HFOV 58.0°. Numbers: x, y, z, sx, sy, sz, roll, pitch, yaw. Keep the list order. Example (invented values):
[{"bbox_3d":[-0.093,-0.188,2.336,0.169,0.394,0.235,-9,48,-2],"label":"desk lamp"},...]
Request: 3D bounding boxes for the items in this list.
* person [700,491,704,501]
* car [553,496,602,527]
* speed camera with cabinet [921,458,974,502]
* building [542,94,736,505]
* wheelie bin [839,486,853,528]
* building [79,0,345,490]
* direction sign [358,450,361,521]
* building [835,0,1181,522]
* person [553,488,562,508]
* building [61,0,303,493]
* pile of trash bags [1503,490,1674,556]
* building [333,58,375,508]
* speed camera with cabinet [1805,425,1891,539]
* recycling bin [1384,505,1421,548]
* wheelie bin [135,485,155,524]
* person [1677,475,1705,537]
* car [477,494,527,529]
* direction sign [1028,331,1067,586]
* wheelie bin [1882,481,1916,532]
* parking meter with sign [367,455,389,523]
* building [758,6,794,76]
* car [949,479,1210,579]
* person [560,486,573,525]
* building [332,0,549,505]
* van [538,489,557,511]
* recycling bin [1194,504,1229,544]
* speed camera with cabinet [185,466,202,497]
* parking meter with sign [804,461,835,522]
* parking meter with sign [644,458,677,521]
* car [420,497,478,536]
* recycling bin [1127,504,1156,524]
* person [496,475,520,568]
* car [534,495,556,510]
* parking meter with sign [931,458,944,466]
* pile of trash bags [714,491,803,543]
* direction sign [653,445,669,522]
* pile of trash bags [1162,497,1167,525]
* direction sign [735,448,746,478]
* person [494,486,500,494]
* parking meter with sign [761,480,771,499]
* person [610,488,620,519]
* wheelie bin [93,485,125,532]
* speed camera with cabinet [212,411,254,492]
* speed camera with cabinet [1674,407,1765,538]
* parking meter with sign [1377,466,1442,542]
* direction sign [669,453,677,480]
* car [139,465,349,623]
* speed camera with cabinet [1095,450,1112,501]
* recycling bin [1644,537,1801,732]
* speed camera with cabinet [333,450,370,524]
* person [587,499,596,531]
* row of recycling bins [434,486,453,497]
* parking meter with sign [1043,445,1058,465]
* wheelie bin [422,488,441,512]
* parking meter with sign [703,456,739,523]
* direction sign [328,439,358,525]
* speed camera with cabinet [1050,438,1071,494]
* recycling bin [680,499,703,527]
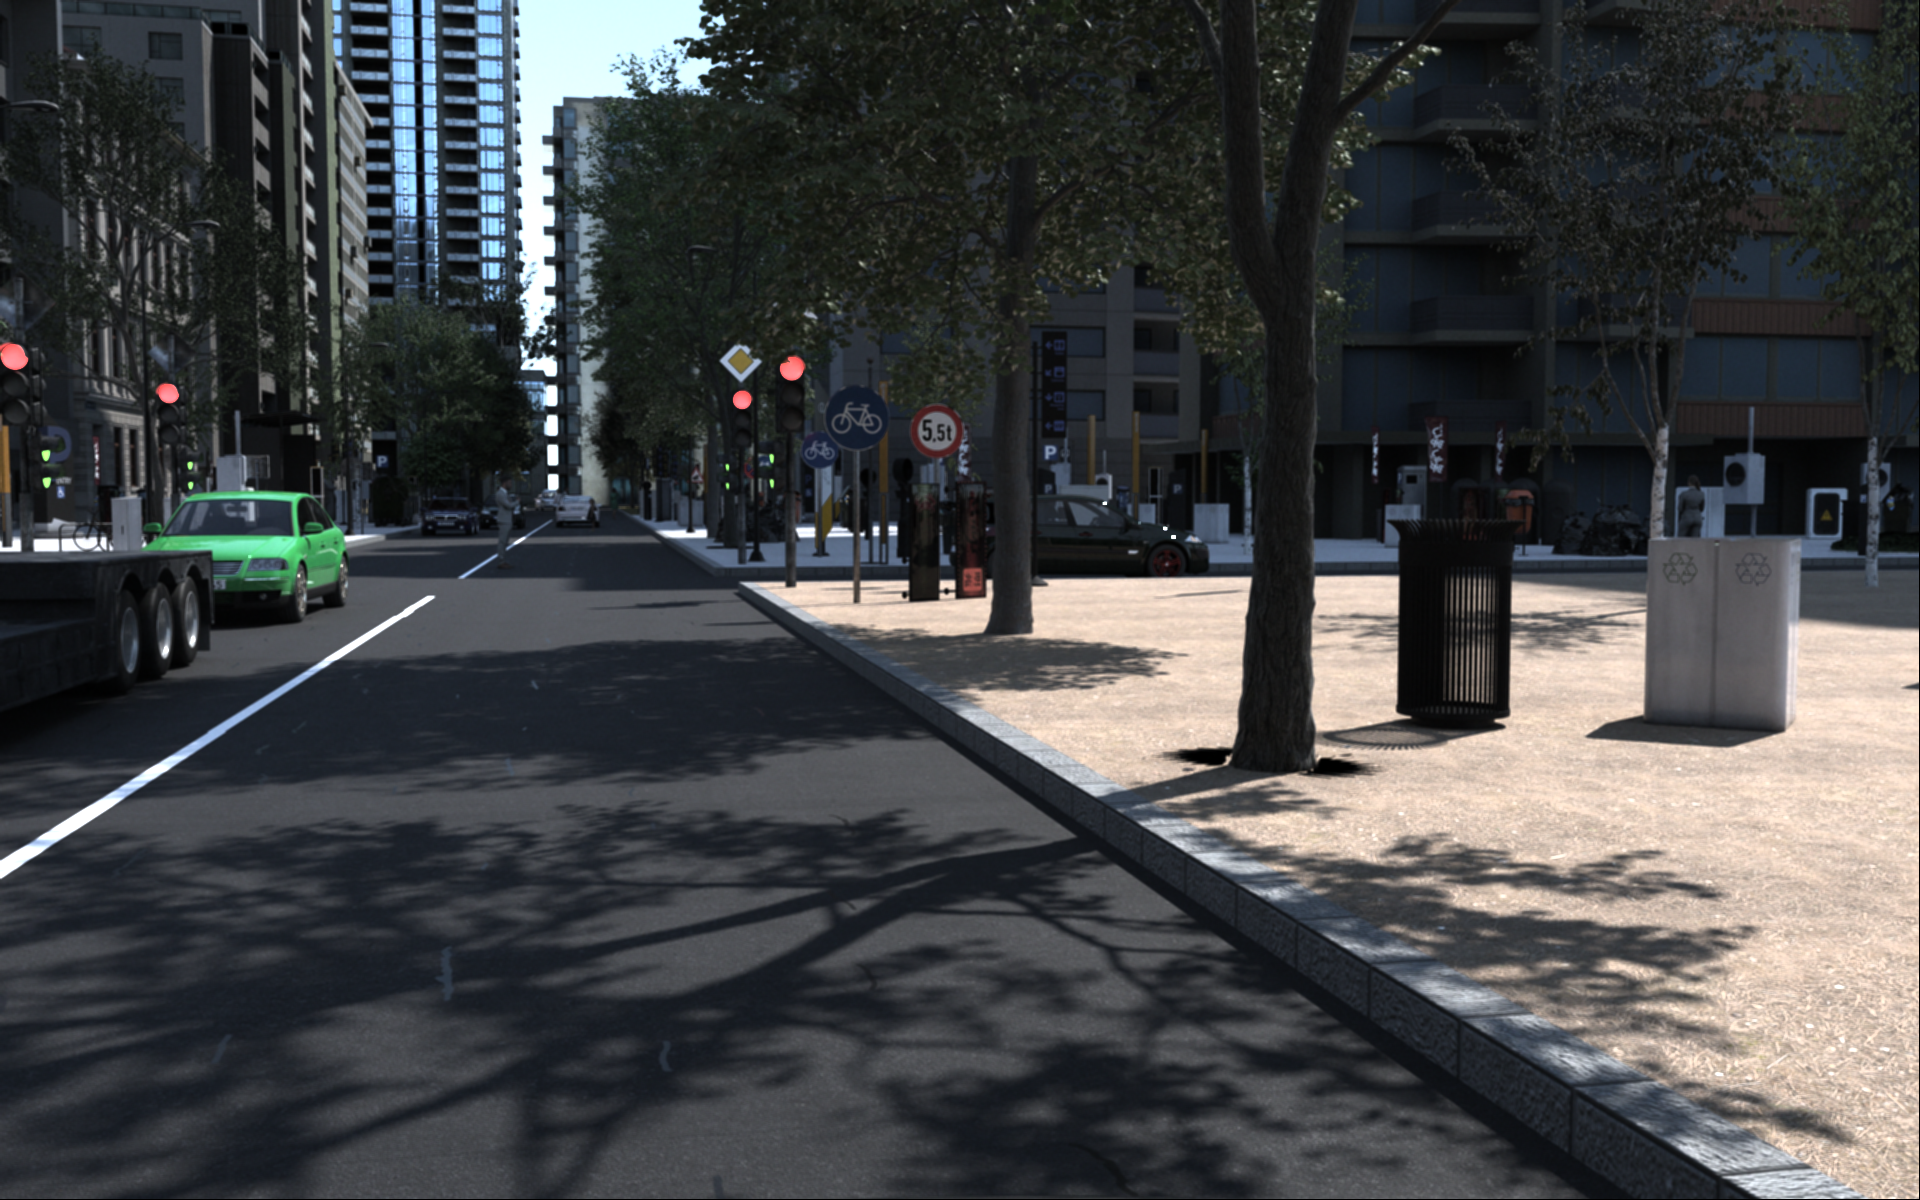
[{"bbox_3d":[-27.796,-10.923,187.228,0.705,1.807,1.348,-3,4,-38],"label":"person"},{"bbox_3d":[-16.752,-3.886,75.898,2.083,1.381,4.827,-1,4,-12],"label":"car"},{"bbox_3d":[-0.161,-3.593,53.076,2.038,3.252,0.660,-1,4,-11],"label":"speed camera with cabinet"},{"bbox_3d":[-34.685,-36.116,210.110,30.456,49.044,23.786,-1,4,-12],"label":"building"},{"bbox_3d":[-4.203,-3.526,65.554,0.693,1.594,0.980,-1,4,-14],"label":"wheelie bin"},{"bbox_3d":[-51.238,-26.666,119.589,14.154,41.232,14.086,-1,4,-12],"label":"building"},{"bbox_3d":[-28.289,-5.454,81.172,0.379,3.537,0.876,-2,4,-34],"label":"direction sign"},{"bbox_3d":[1.963,-33.781,94.323,21.231,58.520,28.212,-1,4,-12],"label":"building"},{"bbox_3d":[-21.485,-5.146,93.312,0.731,1.740,0.598,-2,4,-35],"label":"person"},{"bbox_3d":[-48.981,-20.447,106.012,14.160,30.474,14.107,-1,4,-12],"label":"building"},{"bbox_3d":[13.087,-1.626,36.334,3.447,1.369,1.912,0,4,-6],"label":"pile of trash bags"},{"bbox_3d":[-62.992,-27.810,146.569,23.993,40.220,32.217,-1,4,-12],"label":"building"},{"bbox_3d":[25.106,-3.342,48.970,2.038,3.252,0.660,1,4,18],"label":"speed camera with cabinet"},{"bbox_3d":[10.588,-1.766,41.432,0.722,1.027,0.722,2,4,25],"label":"recycling bin"},{"bbox_3d":[-28.587,-3.242,60.918,0.693,1.594,0.980,-3,4,-37],"label":"wheelie bin"},{"bbox_3d":[13.799,-1.475,32.888,0.520,1.790,0.573,-1,4,-14],"label":"person"},{"bbox_3d":[-18.983,-3.799,71.905,2.009,1.686,4.222,-1,4,-12],"label":"car"},{"bbox_3d":[1.047,-1.968,24.170,0.876,3.537,0.379,0,4,-1],"label":"direction sign"},{"bbox_3d":[23.119,-2.126,42.665,0.693,1.594,0.980,2,4,34],"label":"wheelie bin"},{"bbox_3d":[-25.939,-4.946,77.133,0.543,3.016,1.738,0,4,-2],"label":"parking meter with sign"},{"bbox_3d":[-6.949,-32.942,158.206,23.786,49.044,30.456,-1,4,-12],"label":"building"},{"bbox_3d":[1.920,-1.113,27.981,4.222,1.686,2.009,-1,4,-11],"label":"car"},{"bbox_3d":[-18.459,-4.415,80.963,0.850,1.792,0.678,0,4,8],"label":"person"},{"bbox_3d":[-64.646,-54.402,202.140,31.000,86.520,22.319,-1,4,-12],"label":"building"},{"bbox_3d":[-35.079,-8.644,148.341,2.013,2.044,4.112,-1,4,-13],"label":"van"},{"bbox_3d":[6.557,-1.994,45.151,0.722,1.027,0.722,2,4,31],"label":"recycling bin"},{"bbox_3d":[-31.653,-4.823,73.197,2.038,3.252,0.660,-1,4,-21],"label":"speed camera with cabinet"},{"bbox_3d":[-6.505,-5.174,80.858,1.738,3.016,0.543,3,5,44],"label":"parking meter with sign"},{"bbox_3d":[-14.272,-5.335,83.488,1.738,3.016,0.543,0,4,7],"label":"parking meter with sign"},{"bbox_3d":[-17.877,-2.944,60.716,1.945,1.354,3.894,-1,4,-12],"label":"car"},{"bbox_3d":[4.740,-2.001,45.266,0.722,1.027,0.722,1,4,8],"label":"recycling bin"},{"bbox_3d":[-8.728,-1.516,33.473,0.466,1.800,0.511,-1,4,-15],"label":"person"},{"bbox_3d":[-37.211,-8.767,155.699,2.083,1.381,4.827,-1,4,-13],"label":"car"},{"bbox_3d":[-1.052,-4.917,76.661,0.543,3.016,1.738,0,4,4],"label":"parking meter with sign"},{"bbox_3d":[-5.189,-2.279,47.011,1.912,1.369,3.447,1,4,20],"label":"pile of trash bags"},{"bbox_3d":[-13.924,-5.370,79.791,0.379,3.537,0.876,-3,4,-38],"label":"direction sign"},{"bbox_3d":[9.718,-3.842,72.570,3.447,1.369,1.912,2,4,28],"label":"pile of trash bags"},{"bbox_3d":[-10.882,-5.742,85.876,0.379,3.537,0.876,-3,5,-43],"label":"direction sign"},{"bbox_3d":[-22.167,-4.549,83.053,0.511,1.800,0.466,0,4,-6],"label":"person"},{"bbox_3d":[-10.415,-5.922,93.081,0.543,3.016,1.738,-1,4,-14],"label":"parking meter with sign"},{"bbox_3d":[-20.069,-5.610,100.477,0.600,1.795,0.529,0,4,3],"label":"person"},{"bbox_3d":[-29.104,-3.143,59.297,0.980,1.594,0.693,-2,4,-31],"label":"wheelie bin"},{"bbox_3d":[-17.478,-2.901,41.760,0.660,3.252,2.038,-1,4,-14],"label":"speed camera with cabinet"},{"bbox_3d":[17.504,-2.790,39.946,0.660,3.252,2.038,-2,4,-25],"label":"speed camera with cabinet"},{"bbox_3d":[12.175,-3.089,46.768,1.738,3.016,0.543,0,4,-4],"label":"parking meter with sign"},{"bbox_3d":[-15.936,-6.301,95.017,0.876,3.537,0.379,0,4,7],"label":"direction sign"},{"bbox_3d":[-8.458,-0.718,20.538,1.959,1.807,4.718,-1,4,-10],"label":"car"},{"bbox_3d":[5.811,-5.138,78.345,2.038,3.252,0.660,1,4,18],"label":"speed camera with cabinet"},{"bbox_3d":[4.301,0.171,9.765,0.722,1.027,0.722,2,4,30],"label":"recycling bin"},{"bbox_3d":[-26.400,-4.887,74.232,2.038,3.252,0.660,1,4,10],"label":"speed camera with cabinet"},{"bbox_3d":[-14.169,-3.266,66.565,0.373,1.253,0.362,-1,4,-14],"label":"person"},{"bbox_3d":[-28.358,-5.353,94.632,1.069,1.692,3.534,-2,4,-26],"label":"row of recycling bins"},{"bbox_3d":[3.184,-3.934,60.576,0.543,3.016,1.738,0,4,1],"label":"parking meter with sign"},{"bbox_3d":[-26.475,-4.824,86.772,0.980,1.594,0.693,2,4,29],"label":"wheelie bin"},{"bbox_3d":[-10.717,-5.042,78.695,1.738,3.016,0.543,-2,4,-26],"label":"parking meter with sign"},{"bbox_3d":[-25.566,-4.878,71.759,0.876,3.537,0.379,-2,4,-30],"label":"direction sign"},{"bbox_3d":[2.936,-3.534,52.122,0.660,3.252,2.038,0,4,-1],"label":"speed camera with cabinet"},{"bbox_3d":[-10.605,-3.416,68.410,0.722,1.027,0.722,1,4,14],"label":"recycling bin"}]
